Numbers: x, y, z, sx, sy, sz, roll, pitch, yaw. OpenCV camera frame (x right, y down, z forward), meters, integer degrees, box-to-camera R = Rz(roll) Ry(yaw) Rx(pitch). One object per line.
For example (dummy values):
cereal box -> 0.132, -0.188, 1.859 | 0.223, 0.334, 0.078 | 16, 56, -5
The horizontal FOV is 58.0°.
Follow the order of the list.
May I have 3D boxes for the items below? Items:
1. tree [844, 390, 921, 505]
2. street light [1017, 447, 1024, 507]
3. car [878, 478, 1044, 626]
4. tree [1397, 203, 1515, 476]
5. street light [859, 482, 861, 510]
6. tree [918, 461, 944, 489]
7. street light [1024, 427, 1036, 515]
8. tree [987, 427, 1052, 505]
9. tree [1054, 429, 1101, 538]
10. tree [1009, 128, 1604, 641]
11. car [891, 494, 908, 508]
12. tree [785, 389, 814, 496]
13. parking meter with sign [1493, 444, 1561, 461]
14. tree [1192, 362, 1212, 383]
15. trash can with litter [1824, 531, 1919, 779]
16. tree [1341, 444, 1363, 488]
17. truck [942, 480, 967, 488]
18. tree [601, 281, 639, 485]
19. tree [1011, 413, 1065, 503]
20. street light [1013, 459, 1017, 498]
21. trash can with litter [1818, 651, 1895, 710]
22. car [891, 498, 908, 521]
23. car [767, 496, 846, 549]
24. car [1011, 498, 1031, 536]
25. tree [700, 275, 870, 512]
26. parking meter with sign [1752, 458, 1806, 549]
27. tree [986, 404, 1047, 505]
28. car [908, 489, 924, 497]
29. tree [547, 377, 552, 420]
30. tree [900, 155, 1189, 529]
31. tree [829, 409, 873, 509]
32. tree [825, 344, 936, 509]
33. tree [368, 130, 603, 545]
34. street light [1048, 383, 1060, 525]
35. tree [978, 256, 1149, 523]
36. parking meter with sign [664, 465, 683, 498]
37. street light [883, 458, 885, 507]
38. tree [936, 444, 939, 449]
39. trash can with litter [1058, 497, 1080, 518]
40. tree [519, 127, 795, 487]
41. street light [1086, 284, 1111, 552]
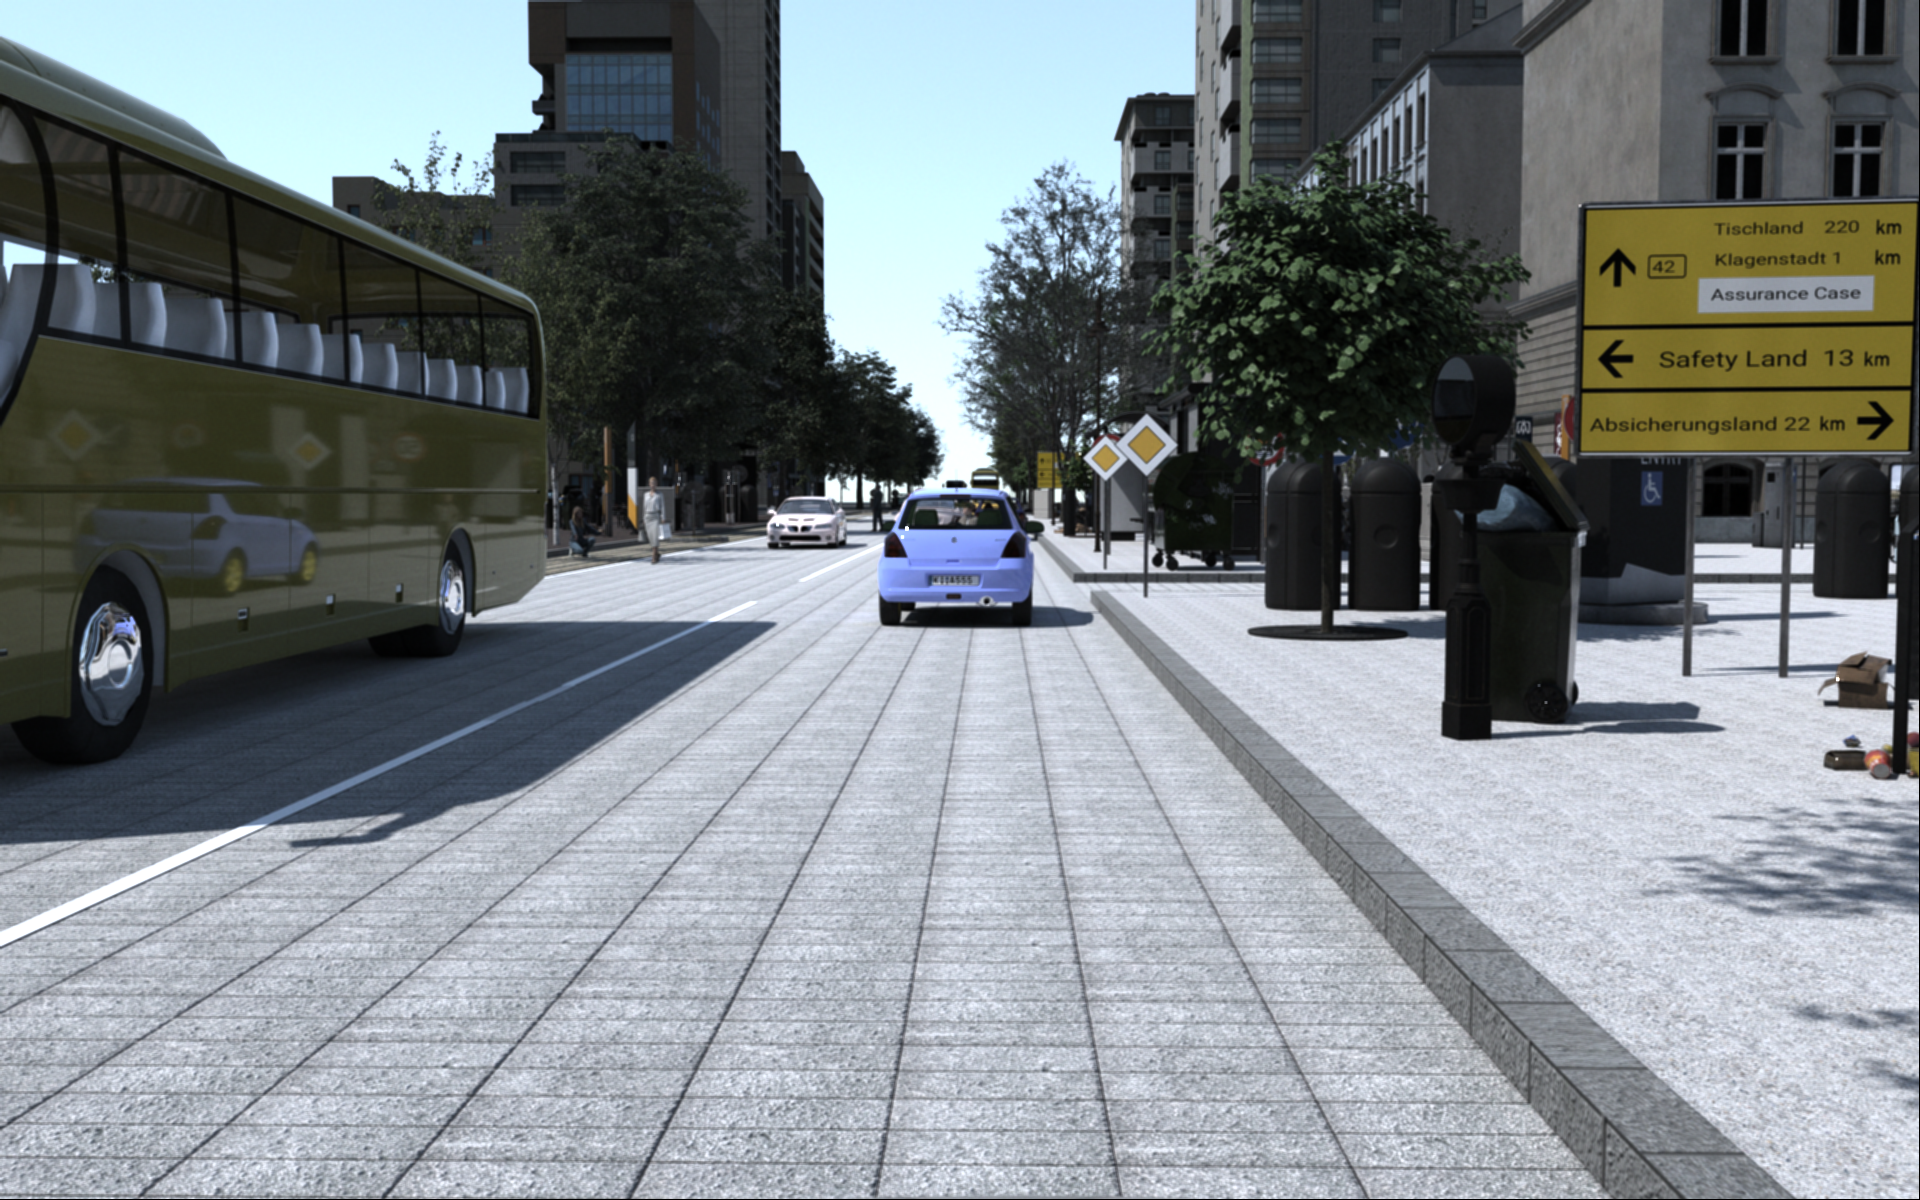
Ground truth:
tree -> -8.441, -17.033, 196.613 | 7.486, 12.596, 7.792 | 0, 3, 0
street light -> 5.360, -10.717, 148.005 | 0.468, 5.910, 1.993 | 0, 4, 1
car -> 0.013, -0.649, 20.199 | 1.945, 1.707, 3.694 | 0, 4, 2
tree -> 12.297, -5.761, 44.562 | 4.360, 8.622, 3.978 | 0, 3, 0
street light -> -8.053, -10.194, 139.464 | 0.468, 5.910, 1.993 | 0, 4, 1
tree -> -6.237, -20.210, 264.846 | 8.767, 10.594, 7.601 | -2, 4, -34
street light -> 4.705, -8.730, 115.518 | 0.468, 5.910, 1.993 | 0, 4, 1
tree -> 7.797, -17.750, 207.222 | 9.611, 12.733, 9.660 | 0, 3, 0
tree -> 3.714, -3.472, 51.364 | 1.663, 3.219, 1.824 | 0, 3, 0
tree -> 3.315, -1.961, 15.784 | 4.285, 4.588, 4.351 | 0, 3, 0
car -> -5.444, -9.389, 162.301 | 1.959, 1.807, 4.718 | 0, 4, 3
tree -> -9.902, -9.978, 113.499 | 4.737, 8.622, 4.395 | 0, 3, 0
parking meter with sign -> 10.824, -2.207, 32.345 | 1.738, 3.016, 0.543 | 0, 4, 7
tree -> 12.097, -7.627, 75.064 | 4.737, 8.622, 4.395 | 0, 3, 0
trash can with litter -> 4.940, 0.183, 8.060 | 2.233, 1.210, 1.678 | -1, 4, -23
tree -> 14.174, -6.849, 62.344 | 4.737, 8.622, 4.395 | 0, 3, 0
truck -> -0.627, -15.376, 247.327 | 3.469, 3.379, 9.791 | 0, 4, 2
tree -> -10.129, -5.686, 43.334 | 4.737, 8.622, 4.395 | 0, 3, 0
tree -> 6.527, -11.781, 142.981 | 4.737, 8.622, 4.395 | 0, 3, 0
street light -> 6.012, -12.716, 180.697 | 0.468, 5.910, 1.993 | 0, 4, 1
trash can with litter -> 5.688, 0.069, 10.261 | 1.055, 1.170, 0.624 | 2, 4, 26
car -> -0.729, -1.931, 43.928 | 2.083, 1.381, 4.827 | 0, 4, 0
car -> -4.121, -2.125, 47.098 | 2.083, 1.381, 4.827 | 0, 4, 1
car -> 1.267, -2.561, 54.454 | 1.945, 1.354, 3.894 | 0, 4, 2
tree -> -9.252, -10.629, 90.791 | 9.611, 12.733, 9.660 | 0, 3, 0
parking meter with sign -> 19.434, -2.735, 40.977 | 0.543, 3.016, 1.738 | -1, 4, -9
tree -> 6.347, -16.729, 191.645 | 7.486, 12.596, 7.792 | 0, 3, 0
car -> -2.363, -6.724, 118.615 | 2.281, 1.827, 5.304 | 0, 4, 3
tree -> -19.232, -7.565, 74.044 | 4.360, 8.622, 3.978 | 0, 3, 0
tree -> 4.062, -9.389, 63.882 | 12.009, 13.543, 11.850 | 0, 3, 0
tree -> -8.925, -11.202, 133.509 | 4.360, 8.622, 3.978 | 0, 3, 0
tree -> -8.472, -14.756, 147.913 | 9.857, 13.997, 8.962 | 0, 3, 0
tree -> -10.598, -5.252, 36.227 | 4.737, 8.622, 4.395 | 0, 3, 0
street light -> 3.829, -5.995, 70.802 | 0.468, 5.910, 1.993 | 0, 4, 1
tree -> 4.567, -9.244, 76.895 | 9.928, 11.665, 9.643 | 0, 3, 0
parking meter with sign -> -16.931, -6.620, 104.505 | 1.738, 3.016, 0.543 | -2, 4, -25
street light -> -7.544, -12.181, 171.954 | 0.468, 5.910, 1.993 | 0, 4, 1
tree -> -7.196, -20.707, 245.211 | 9.857, 13.997, 8.962 | 0, 3, 0
trash can with litter -> 5.591, -4.736, 88.816 | 1.055, 1.170, 0.624 | -3, 4, -37
tree -> -10.837, -9.472, 61.525 | 9.857, 13.997, 8.962 | 0, 3, 0
street light -> 3.059, -4.008, 38.318 | 0.468, 5.910, 1.993 | 0, 4, 1
